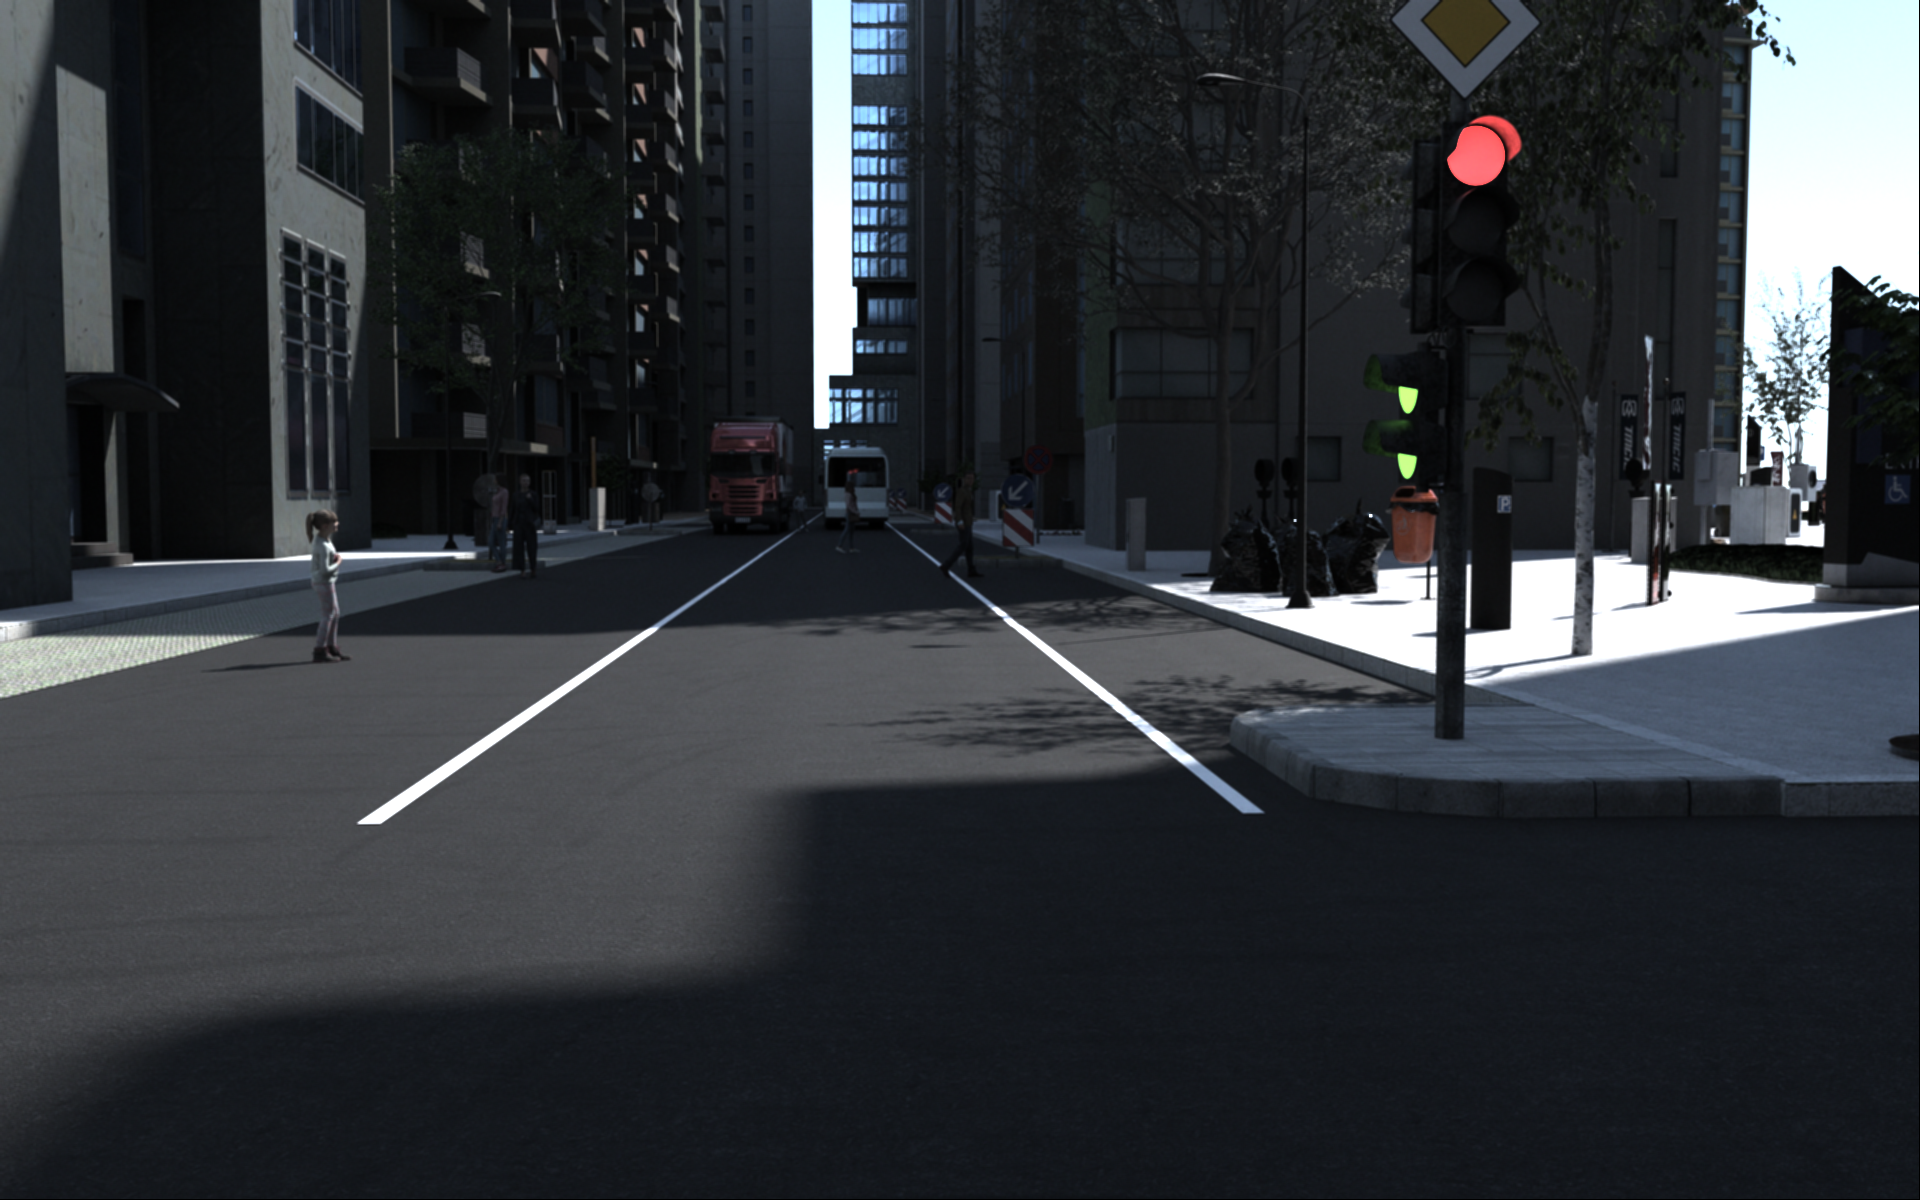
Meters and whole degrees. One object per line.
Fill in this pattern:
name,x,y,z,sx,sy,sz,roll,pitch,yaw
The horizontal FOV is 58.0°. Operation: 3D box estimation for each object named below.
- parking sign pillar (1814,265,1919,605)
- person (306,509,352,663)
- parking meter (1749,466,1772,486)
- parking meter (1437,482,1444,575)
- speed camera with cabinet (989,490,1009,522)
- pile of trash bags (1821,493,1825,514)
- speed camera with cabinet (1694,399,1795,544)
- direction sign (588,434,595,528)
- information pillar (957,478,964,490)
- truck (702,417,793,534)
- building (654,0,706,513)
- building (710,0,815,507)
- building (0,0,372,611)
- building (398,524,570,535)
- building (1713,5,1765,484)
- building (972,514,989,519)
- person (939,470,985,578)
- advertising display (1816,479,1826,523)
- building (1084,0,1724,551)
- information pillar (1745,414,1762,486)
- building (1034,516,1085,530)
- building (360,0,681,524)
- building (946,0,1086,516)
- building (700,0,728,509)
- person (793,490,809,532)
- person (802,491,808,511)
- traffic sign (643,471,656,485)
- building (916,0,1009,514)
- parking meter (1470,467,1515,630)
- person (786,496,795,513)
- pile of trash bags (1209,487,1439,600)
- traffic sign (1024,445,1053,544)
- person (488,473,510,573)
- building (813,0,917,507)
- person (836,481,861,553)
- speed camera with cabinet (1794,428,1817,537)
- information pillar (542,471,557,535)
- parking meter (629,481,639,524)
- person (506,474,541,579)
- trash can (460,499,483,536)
parking sign pillar,11.003,-1.963,20.568,1.447,3.967,1.447,-1,4,-12
person,-5.389,-0.123,14.792,0.394,1.301,0.425,-3,5,-39
parking meter,17.048,-1.909,36.917,0.255,1.863,0.399,-2,4,-27
parking meter,7.756,-1.162,27.416,0.372,1.533,0.369,0,3,0
speed camera with cabinet,2.350,-5.247,80.124,2.038,3.252,0.660,-2,4,-32
pile of trash bags,34.455,-3.443,66.048,1.912,1.369,3.447,-2,4,-28
speed camera with cabinet,16.026,-2.522,35.569,0.660,3.252,2.038,-1,4,-18
direction sign,-13.840,-4.477,65.193,0.379,3.537,0.876,-2,4,-26
information pillar,0.011,-4.557,79.003,0.304,2.012,0.304,1,4,9
truck,-7.766,-4.652,64.977,2.839,4.237,11.283,0,4,-3
building,-25.271,-26.612,118.707,14.154,41.232,14.086,0,4,-4
building,-29.064,-38.827,176.823,28.212,58.520,21.231,0,4,-4
building,-22.132,-43.413,22.478,22.319,86.520,31.000,0,4,-4
building,-25.652,-25.143,65.710,22.147,44.769,28.867,0,4,-4
building,53.732,-30.394,151.560,28.867,44.769,22.147,0,4,-4
building,10.633,-34.272,102.354,21.231,58.520,28.212,0,4,-4
person,0.054,-1.306,29.771,0.836,1.842,0.656,-1,4,-17
advertising display,38.120,-4.341,76.186,0.974,1.923,0.123,1,4,23
building,10.078,-22.109,45.085,14.154,41.232,14.086,0,4,-4
information pillar,23.056,-3.611,50.389,0.183,3.616,0.504,-1,4,-22
building,9.066,-25.500,67.042,14.600,45.320,14.200,0,4,-4
building,-27.669,-27.055,96.968,22.147,44.769,28.867,0,4,-4
building,6.292,-28.965,123.691,14.600,45.320,14.200,0,4,-4
building,-35.180,-32.105,144.528,30.456,49.044,23.786,0,4,-4
person,-6.060,-3.395,65.819,0.589,1.601,0.330,-1,4,-13
person,-13.554,-8.603,149.952,1.217,1.735,0.721,3,4,39
traffic sign,-13.935,-4.627,77.774,0.606,2.300,0.079,0,4,1
building,6.845,-36.869,144.813,21.231,58.520,28.212,0,4,-4
parking meter,5.059,-0.493,16.476,0.372,1.533,0.369,0,3,0
person,-12.870,-7.535,132.405,0.721,1.736,1.217,3,5,39
pile of trash bags,4.781,-0.758,22.143,1.912,1.369,3.447,-2,4,-31
traffic sign,2.017,-2.728,44.705,0.768,2.556,0.104,0,4,-2
person,-8.389,-1.405,31.488,0.388,1.821,0.555,-3,4,-39
building,0.430,-52.965,178.657,31.000,86.520,22.319,0,4,-4
person,-2.743,-2.031,42.303,0.643,1.750,0.593,-1,4,-12
speed camera with cabinet,24.899,-3.509,51.701,2.038,3.252,0.660,-3,5,-43
information pillar,-12.924,-3.060,54.530,0.304,2.012,0.304,1,4,21
parking meter,-14.125,-4.242,75.061,0.255,1.863,0.399,2,4,32
person,-7.423,-1.258,29.494,0.576,1.772,0.534,-1,4,-18
trash can,-14.810,-2.506,52.634,0.748,1.137,0.748,0,3,0
